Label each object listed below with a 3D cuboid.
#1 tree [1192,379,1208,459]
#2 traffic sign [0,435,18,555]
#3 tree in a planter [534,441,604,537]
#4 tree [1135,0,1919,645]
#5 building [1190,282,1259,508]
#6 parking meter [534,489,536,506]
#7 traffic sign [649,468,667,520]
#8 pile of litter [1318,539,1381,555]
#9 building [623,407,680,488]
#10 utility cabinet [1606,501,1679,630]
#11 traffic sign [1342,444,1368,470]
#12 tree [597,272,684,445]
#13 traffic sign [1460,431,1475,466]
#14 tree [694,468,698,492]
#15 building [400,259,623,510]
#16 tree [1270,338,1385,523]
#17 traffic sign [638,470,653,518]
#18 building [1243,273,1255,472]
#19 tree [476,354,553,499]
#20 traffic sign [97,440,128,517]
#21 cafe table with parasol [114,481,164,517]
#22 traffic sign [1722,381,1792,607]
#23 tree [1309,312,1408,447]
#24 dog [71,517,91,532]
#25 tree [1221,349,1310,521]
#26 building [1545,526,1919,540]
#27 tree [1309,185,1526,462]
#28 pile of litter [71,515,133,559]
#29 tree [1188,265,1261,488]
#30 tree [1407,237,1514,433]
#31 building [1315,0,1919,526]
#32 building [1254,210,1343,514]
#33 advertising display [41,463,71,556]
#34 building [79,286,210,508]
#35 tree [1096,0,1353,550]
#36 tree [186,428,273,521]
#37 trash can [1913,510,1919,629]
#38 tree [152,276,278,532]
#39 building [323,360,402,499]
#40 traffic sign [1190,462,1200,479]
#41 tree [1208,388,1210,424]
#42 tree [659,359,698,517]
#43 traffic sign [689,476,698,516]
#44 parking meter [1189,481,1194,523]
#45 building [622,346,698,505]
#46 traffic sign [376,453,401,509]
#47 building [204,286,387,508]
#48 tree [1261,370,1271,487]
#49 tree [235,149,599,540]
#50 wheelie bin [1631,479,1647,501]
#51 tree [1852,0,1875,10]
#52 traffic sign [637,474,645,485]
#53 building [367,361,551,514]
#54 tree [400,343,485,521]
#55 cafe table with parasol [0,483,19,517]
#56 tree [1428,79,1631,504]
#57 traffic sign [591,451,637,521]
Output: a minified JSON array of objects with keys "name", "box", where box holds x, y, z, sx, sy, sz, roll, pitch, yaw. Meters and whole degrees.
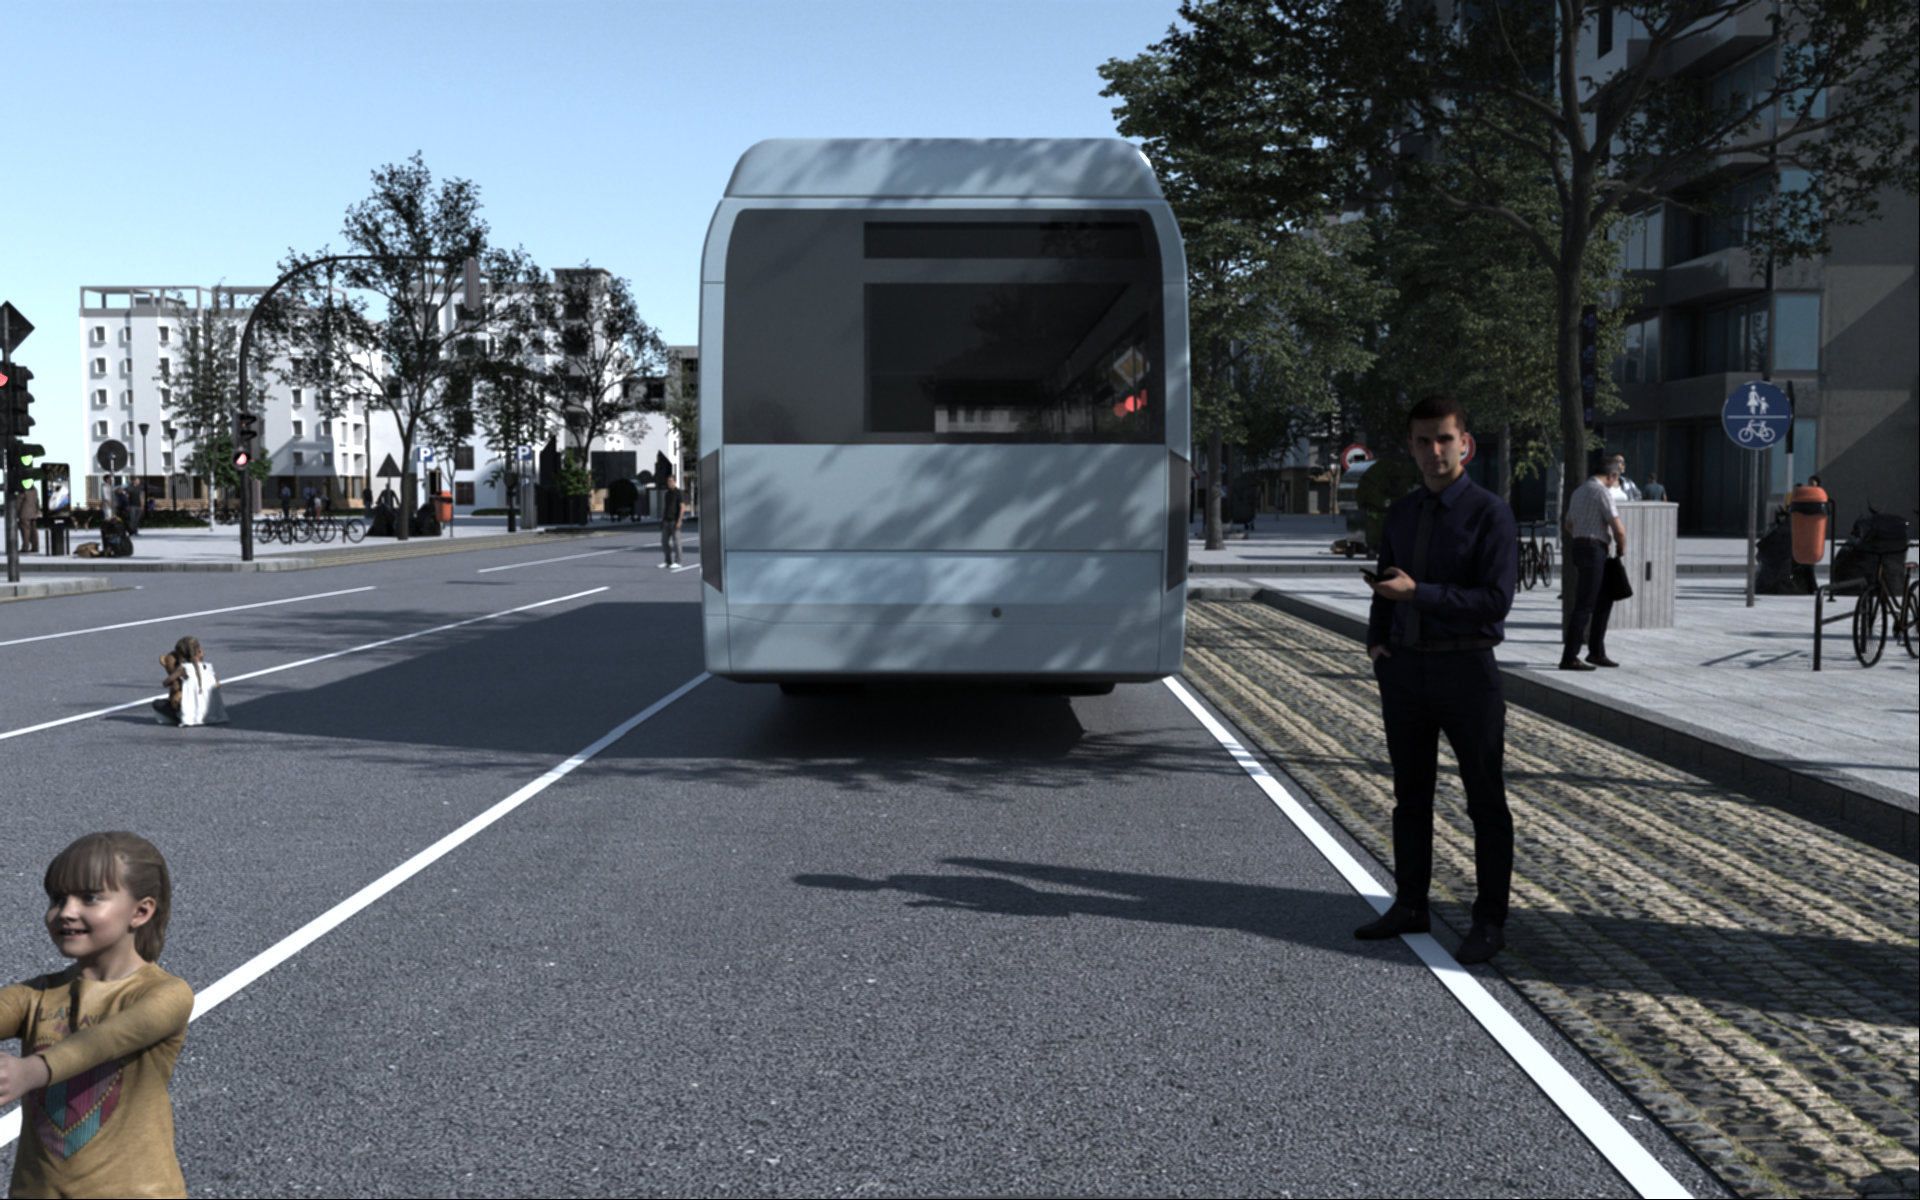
[{"name":"tree","box":[15.477,-9.493,105.577,4.737,8.622,4.395,0,3,0]},{"name":"traffic sign","box":[-20.170,-2.233,36.613,0.768,2.556,0.104,1,4,9]},{"name":"tree in a planter","box":[-13.006,-3.708,57.847,1.991,3.239,1.994,0,4,1]},{"name":"tree","box":[4.980,-4.906,14.623,7.601,10.594,8.767,0,4,8]},{"name":"building","box":[30.287,-17.521,152.920,16.747,18.905,31.486,0,4,1]},{"name":"parking meter","box":[-17.012,-3.692,68.774,0.372,1.533,0.369,0,3,0]},{"name":"traffic sign","box":[-14.801,-5.195,84.939,0.884,2.594,0.081,0,4,2]},{"name":"pile of litter","box":[8.444,-1.408,36.993,1.719,0.858,1.176,0,4,-3]},{"name":"building","box":[-41.936,-13.826,168.197,28.070,9.664,9.099,0,4,1]},{"name":"utility cabinet","box":[6.311,-0.326,16.496,1.020,1.237,0.306,-1,4,-16]},{"name":"traffic sign","box":[10.049,-2.681,43.944,0.768,2.556,0.104,0,4,3]},{"name":"tree","box":[-15.236,-8.248,69.260,8.767,10.594,7.601,0,4,-6]},{"name":"traffic sign","box":[9.557,-2.045,33.543,0.768,2.556,0.104,0,4,7]},{"name":"tree","box":[-15.529,-6.825,106.197,1.663,3.219,1.824,0,3,0]},{"name":"building","box":[-36.299,-17.528,142.997,16.016,20.091,11.380,0,4,1]},{"name":"tree","box":[16.416,-7.661,75.619,4.360,8.622,3.978,0,3,0]},{"name":"traffic sign","box":[-16.709,-5.620,91.998,0.768,2.556,0.104,0,4,2]},{"name":"building","box":[29.729,-16.759,130.433,16.016,20.091,11.380,0,4,1]},{"name":"tree","box":[-23.400,-8.563,90.367,4.737,8.622,4.395,0,3,0]},{"name":"traffic sign","box":[-19.810,-2.470,40.490,0.768,2.556,0.104,0,4,6]},{"name":"cafe table with parasol","box":[-46.198,-5.665,97.493,2.610,1.966,2.610,1,4,23]},{"name":"traffic sign","box":[8.990,-1.194,19.626,0.768,2.556,0.104,0,4,4]},{"name":"tree","box":[16.200,-7.054,65.697,4.737,8.622,4.395,0,3,0]},{"name":"dog","box":[-29.999,-2.586,59.109,0.406,0.507,0.540,1,4,16]},{"name":"tree","box":[15.338,-8.118,83.099,4.737,8.622,4.395,0,3,0]},{"name":"building","box":[35.646,-26.736,56.748,30.456,49.044,23.786,0,4,1]},{"name":"tree","box":[15.211,-8.079,57.848,9.928,11.665,9.643,0,3,0]},{"name":"pile of litter","box":[-17.524,-1.301,35.244,1.176,0.858,1.719,1,4,10]},{"name":"tree","box":[6.140,-6.276,52.973,4.360,8.622,3.978,0,3,0]},{"name":"tree","box":[13.794,-5.500,40.286,4.737,8.622,4.395,0,3,0]},{"name":"building","box":[32.444,-28.841,91.163,23.786,49.044,30.456,0,4,1]},{"name":"building","box":[29.367,-16.060,118.994,16.016,20.091,11.380,0,4,1]},{"name":"advertising display","box":[-18.777,-1.883,35.997,0.123,1.923,0.974,0,4,-1]},{"name":"building","box":[-73.586,-18.807,163.908,11.380,20.091,16.016,0,4,1]},{"name":"tree","box":[5.881,-7.385,38.864,7.486,12.596,7.792,0,3,0]},{"name":"tree","box":[-35.576,-6.117,83.721,4.285,4.588,4.351,0,3,0]},{"name":"trash can","box":[8.729,-0.213,15.129,0.748,1.137,0.748,0,3,0]},{"name":"tree","box":[-25.640,-6.665,59.343,4.360,8.622,3.978,0,3,0]},{"name":"building","box":[-66.119,-21.323,215.093,31.486,18.905,16.747,0,4,1]},{"name":"traffic sign","box":[8.083,-3.769,61.632,0.884,2.594,0.081,0,4,2]},{"name":"tree","box":[15.165,-8.465,88.769,4.737,8.622,4.395,0,3,0]},{"name":"tree","box":[-14.521,-8.858,95.195,4.737,8.622,4.395,0,3,0]},{"name":"traffic sign","box":[-15.388,-5.999,100.216,0.606,2.300,0.079,0,4,2]},{"name":"parking meter","box":[10.069,-4.311,76.196,0.399,1.863,0.255,-3,4,-37]},{"name":"building","box":[-34.636,-21.297,214.668,31.486,18.905,16.747,0,4,1]},{"name":"traffic sign","box":[-18.048,-3.351,54.787,0.884,2.594,0.081,0,4,4]},{"name":"building","box":[-61.840,-18.816,164.067,11.380,20.091,16.016,0,4,1]},{"name":"tree","box":[16.695,-9.156,100.056,4.360,8.622,3.978,0,3,0]},{"name":"tree","box":[-15.354,-6.917,47.499,8.767,10.594,7.601,-2,4,-26]},{"name":"wheelie bin","box":[14.022,-1.744,36.427,0.693,1.594,0.980,0,4,0]},{"name":"tree","box":[4.832,-3.486,7.364,4.737,8.622,4.395,0,3,0]},{"name":"traffic sign","box":[-19.231,-6.386,104.517,0.768,2.556,0.104,0,4,4]},{"name":"building","box":[-33.444,-11.073,123.192,9.099,9.664,28.070,0,4,1]},{"name":"tree","box":[-24.622,-8.136,83.386,4.360,8.622,3.978,0,3,0]},{"name":"cafe table with parasol","box":[-52.723,-5.574,95.992,2.610,1.966,2.610,3,5,44]},{"name":"tree","box":[14.861,-7.964,48.336,7.486,12.596,7.792,0,3,0]},{"name":"traffic sign","box":[-16.376,-5.383,81.884,2.265,3.308,0.079,1,4,10]}]
